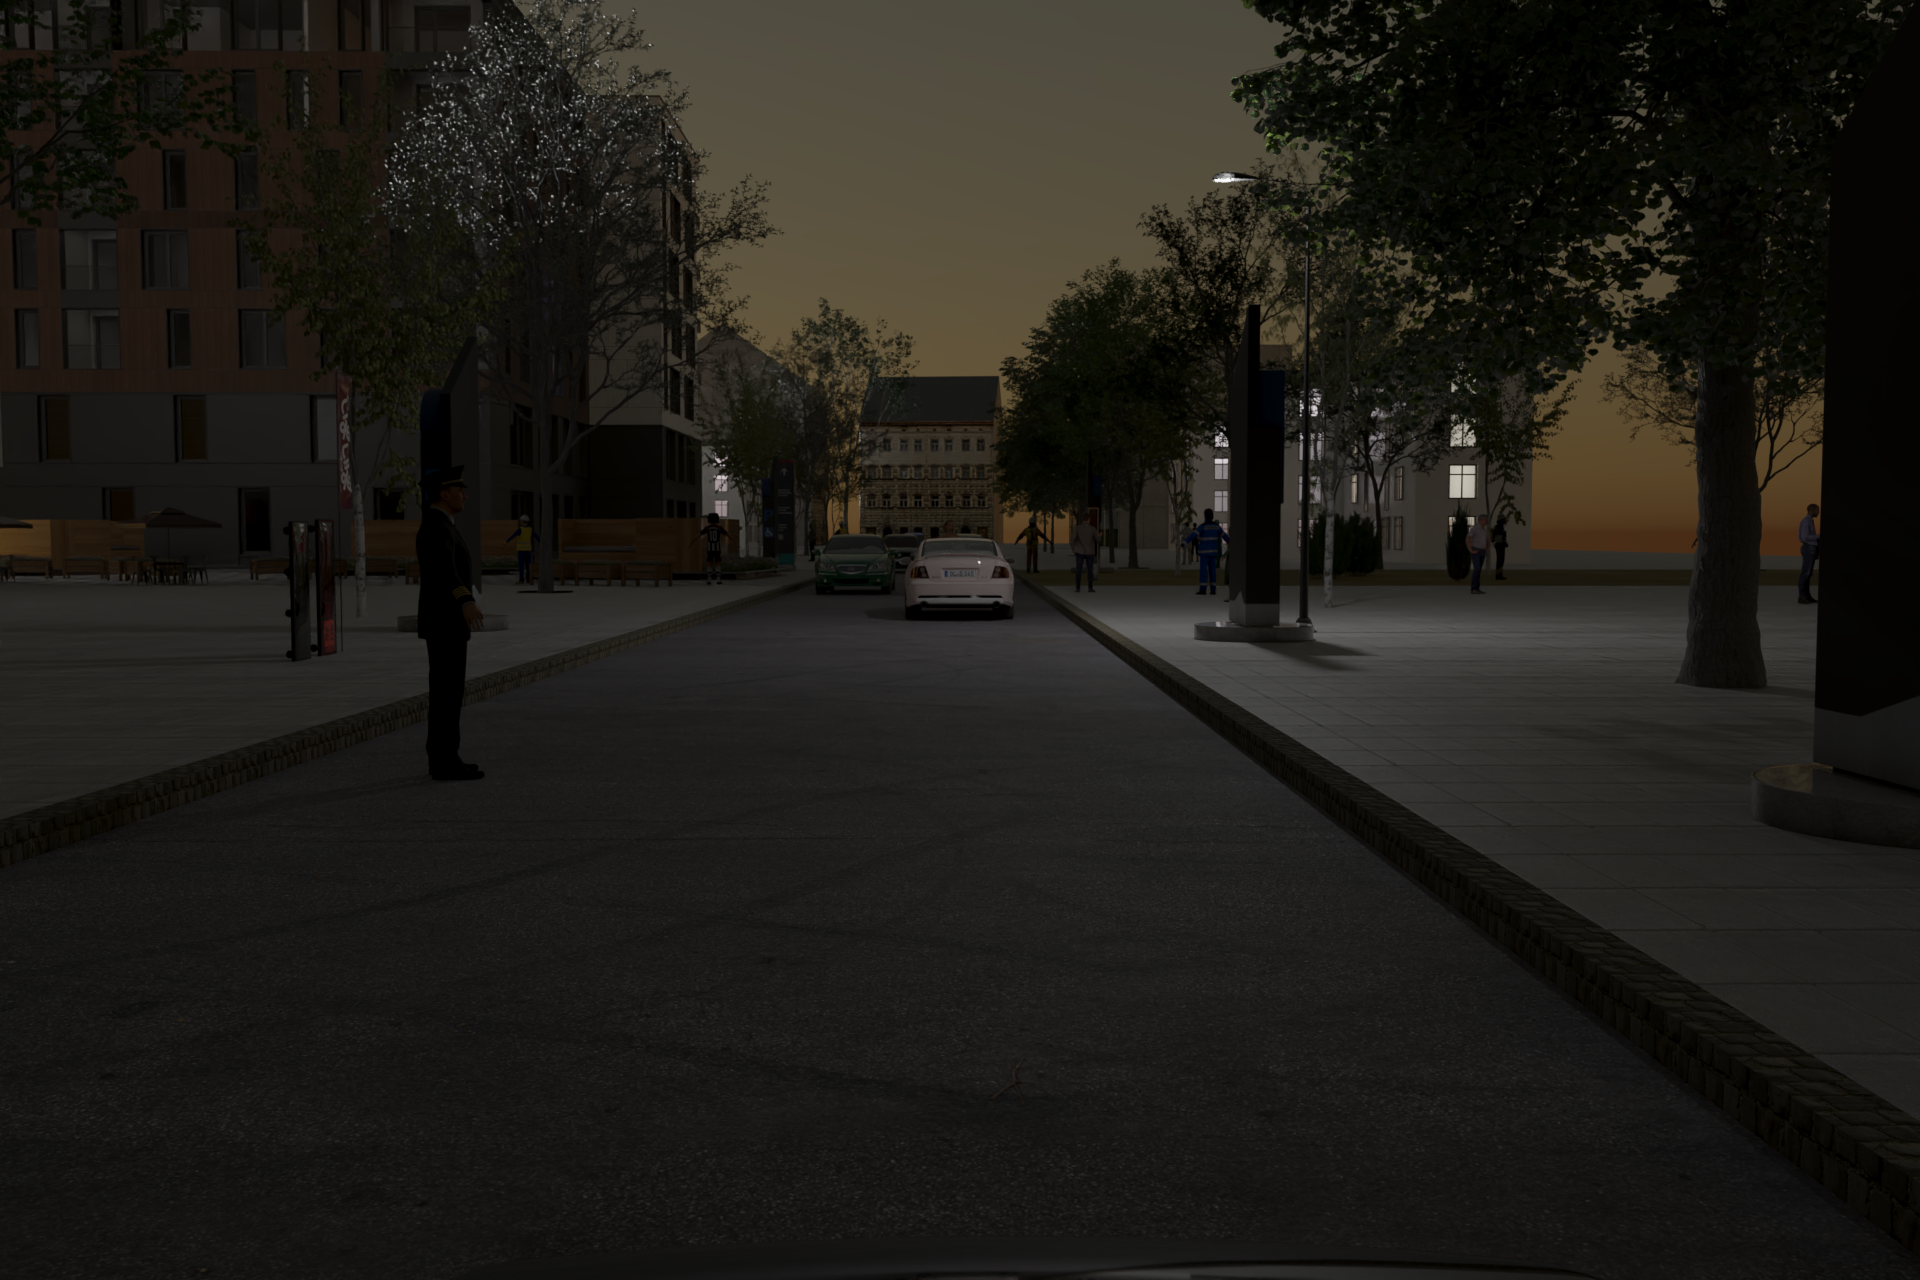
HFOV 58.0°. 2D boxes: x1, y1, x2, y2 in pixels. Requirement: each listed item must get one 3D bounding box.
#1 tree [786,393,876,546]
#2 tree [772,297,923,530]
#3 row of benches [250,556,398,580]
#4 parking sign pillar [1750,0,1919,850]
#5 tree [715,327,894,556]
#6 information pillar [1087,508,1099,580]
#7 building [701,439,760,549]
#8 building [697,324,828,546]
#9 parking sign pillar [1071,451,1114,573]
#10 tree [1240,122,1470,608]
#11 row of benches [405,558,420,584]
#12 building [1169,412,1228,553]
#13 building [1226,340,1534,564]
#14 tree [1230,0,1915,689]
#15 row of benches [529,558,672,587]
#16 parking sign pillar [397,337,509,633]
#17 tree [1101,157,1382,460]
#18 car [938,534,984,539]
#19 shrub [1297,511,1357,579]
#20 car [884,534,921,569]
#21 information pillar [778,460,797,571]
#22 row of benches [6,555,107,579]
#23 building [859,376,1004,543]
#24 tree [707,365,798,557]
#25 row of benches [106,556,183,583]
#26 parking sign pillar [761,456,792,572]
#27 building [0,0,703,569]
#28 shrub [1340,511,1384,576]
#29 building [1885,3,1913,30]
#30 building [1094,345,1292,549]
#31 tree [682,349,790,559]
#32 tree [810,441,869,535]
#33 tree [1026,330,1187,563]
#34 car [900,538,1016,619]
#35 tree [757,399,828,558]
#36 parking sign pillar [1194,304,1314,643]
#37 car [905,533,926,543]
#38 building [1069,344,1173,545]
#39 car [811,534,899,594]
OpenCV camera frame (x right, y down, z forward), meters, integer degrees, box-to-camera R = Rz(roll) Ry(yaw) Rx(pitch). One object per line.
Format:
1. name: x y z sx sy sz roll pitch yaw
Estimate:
1. tree: -9.160 -11.068 115.369 7.601 10.594 8.767 -2 4 -32
2. tree: -8.959 -17.224 137.495 12.611 20.169 13.585 0 3 0
3. row of benches: -18.168 -2.071 49.316 4.104 0.672 1.422 -2 4 -35
4. parking sign pillar: 4.280 -1.165 7.523 1.447 3.967 1.447 0 4 0
5. tree: -9.094 -11.730 102.161 12.009 13.543 11.850 0 3 0
6. information pillar: 3.700 -2.678 48.272 0.304 2.012 0.304 0 3 0
7. building: -23.709 -13.768 167.262 9.099 9.664 28.070 0 4 -1
8. building: -24.662 -21.964 190.032 19.493 23.208 18.063 0 4 1
9. parking sign pillar: 4.379 -4.200 57.147 1.447 3.967 1.447 0 4 0
10. tree: 6.168 -4.855 29.738 4.360 8.622 3.978 0 3 0
11. row of benches: -14.096 -1.875 46.116 1.422 0.672 4.104 0 4 -7
12. building: 20.501 -10.844 119.451 9.099 9.664 28.070 0 3 0
13. building: 20.307 -8.963 88.691 9.099 9.664 28.070 0 4 0
14. tree: 6.382 -6.580 14.232 9.857 13.997 8.962 0 3 0
15. row of benches: -8.858 -1.680 42.935 4.104 0.672 1.422 2 4 27
16. parking sign pillar: -6.785 -2.117 23.091 1.447 3.967 1.447 0 3 0
17. tree: 7.054 -6.591 42.180 7.601 10.594 8.767 -3 4 -36
18. car: 0.022 -2.198 47.742 2.131 1.459 4.920 0 4 -1
19. shrub: 10.541 -2.794 49.731 1.661 2.075 1.752 0 3 0
20. car: -2.209 -3.372 64.913 2.009 1.686 4.222 0 4 0
21. information pillar: -6.137 -4.379 60.976 0.750 3.857 0.750 0 4 -1
22. row of benches: -26.461 -2.079 49.447 4.104 0.672 1.422 -1 4 -16
23. building: -3.614 -24.855 239.772 18.063 23.208 19.493 0 4 5
24. tree: -8.639 -7.556 73.900 4.737 8.622 4.395 0 3 0
25. row of benches: -22.202 -1.931 47.029 1.422 0.672 4.104 -3 5 -44
26. parking sign pillar: -6.491 -4.332 59.293 1.447 3.967 1.447 0 4 0
27. building: -27.852 -14.353 78.650 27.936 21.610 32.646 0 4 -1
28. shrub: 12.055 -2.947 52.610 1.690 2.028 1.600 0 3 0
29. building: 23.082 -10.729 31.835 16.016 20.090 11.380 0 4 0
30. building: 22.577 -18.574 170.147 16.747 18.905 31.486 0 3 0
31. tree: -8.548 -7.207 68.201 4.737 8.622 4.395 0 3 0
32. tree: -9.312 -10.651 124.509 4.360 8.622 3.978 0 3 0
33. tree: 6.385 -8.655 75.921 7.601 10.594 8.767 -1 4 -22
34. car: -0.032 -1.108 30.477 2.083 1.381 4.827 0 4 -1
35. tree: -8.740 -8.735 93.181 4.360 8.622 3.978 0 3 0
36. parking sign pillar: 3.588 -1.993 21.052 1.447 3.967 1.447 0 4 0
37. car: -2.705 -5.596 101.086 1.945 1.707 3.694 0 4 0
38. building: 22.498 -22.538 199.422 19.493 23.208 18.063 0 4 0
39. car: -2.539 -1.885 42.618 2.131 1.459 4.920 0 4 0
